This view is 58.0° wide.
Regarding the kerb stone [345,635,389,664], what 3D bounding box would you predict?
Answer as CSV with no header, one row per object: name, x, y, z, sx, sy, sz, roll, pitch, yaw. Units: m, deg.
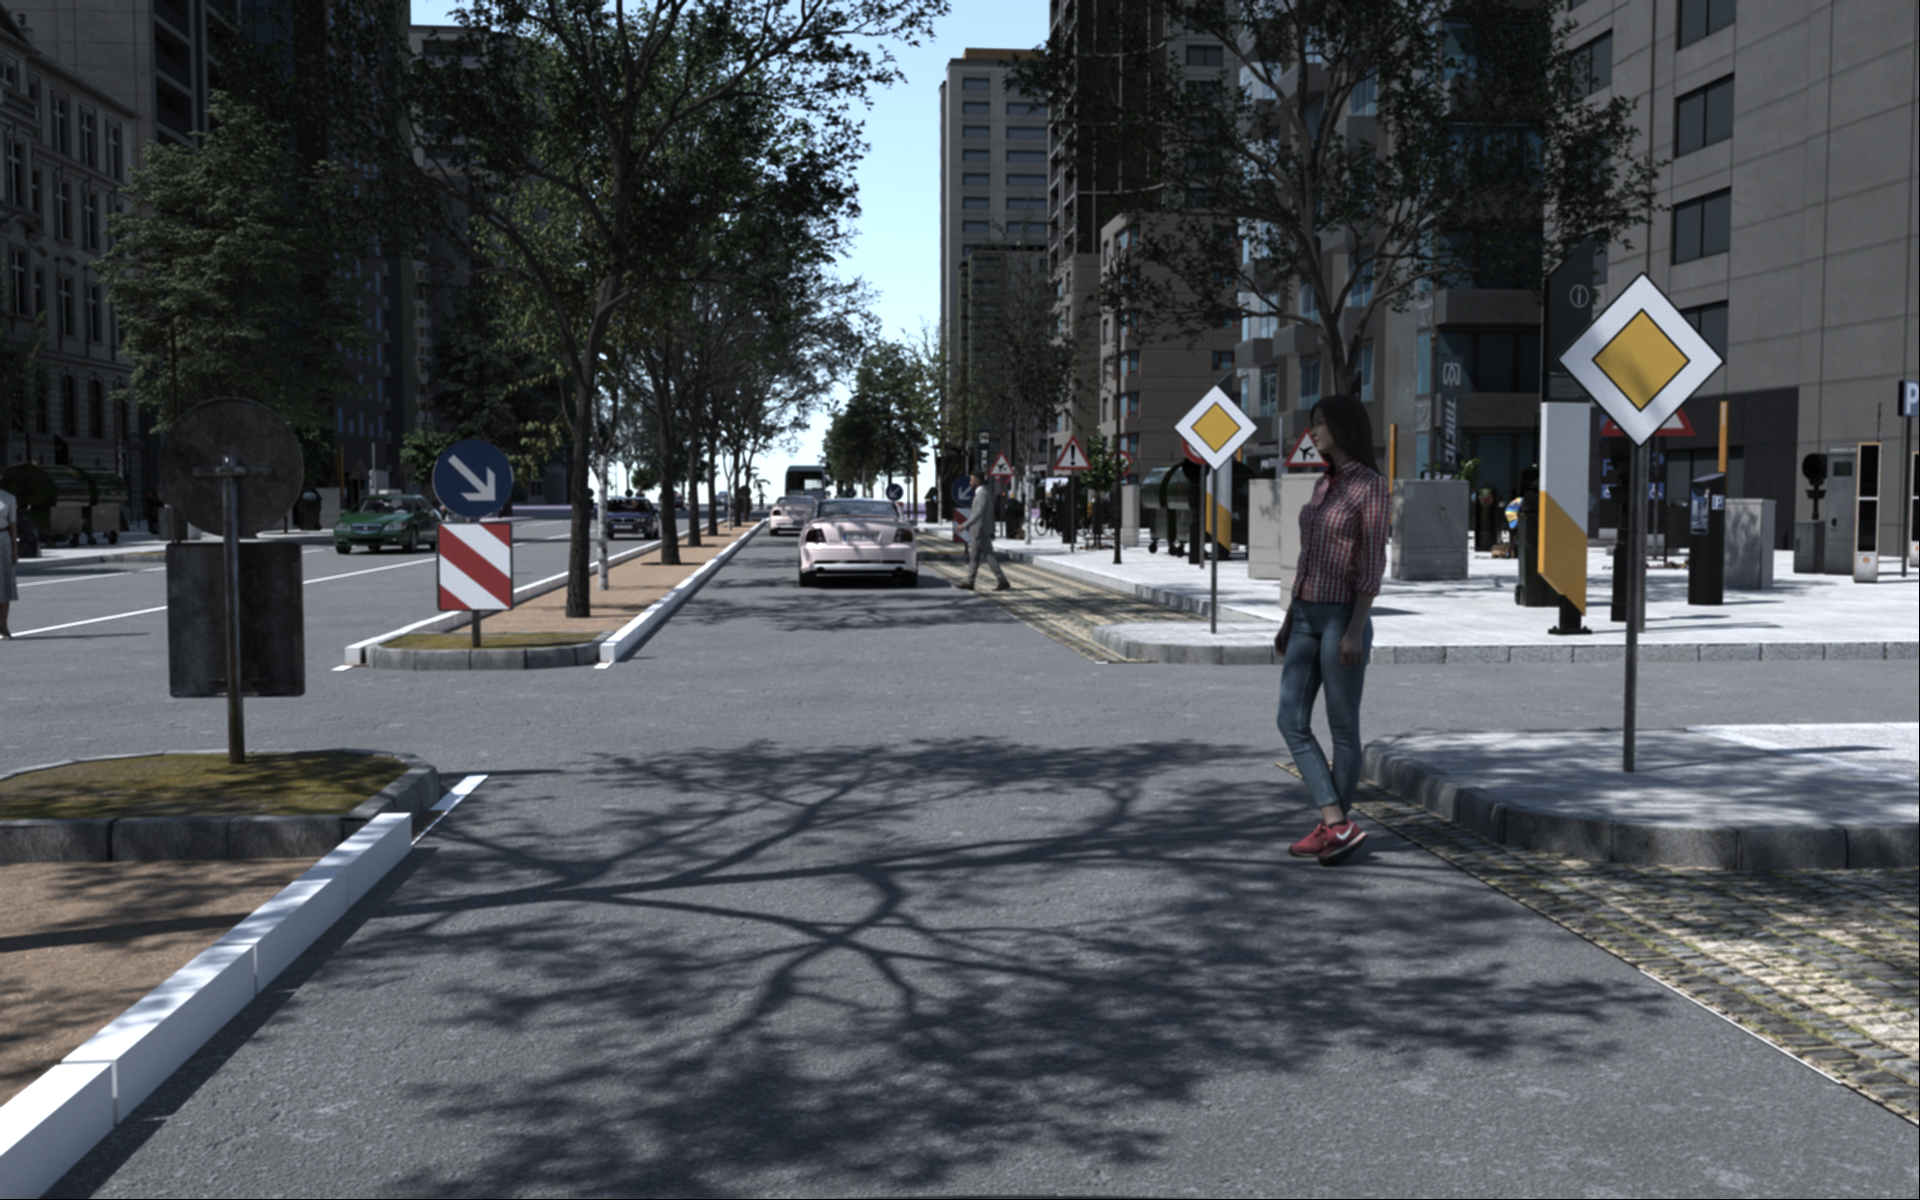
kerb stone,-5.127,0.441,14.980,0.120,0.150,1.000,0,4,-5

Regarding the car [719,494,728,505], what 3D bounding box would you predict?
car,-30.846,-13.331,227.560,1.945,1.707,3.694,0,4,-7

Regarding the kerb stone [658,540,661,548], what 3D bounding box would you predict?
kerb stone,-8.040,-1.430,45.622,0.120,0.150,1.000,0,4,-5

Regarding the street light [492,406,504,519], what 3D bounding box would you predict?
street light,-24.161,-7.217,90.791,0.468,5.910,1.993,0,4,-5

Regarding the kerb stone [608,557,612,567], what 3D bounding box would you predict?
kerb stone,-6.871,-0.684,33.382,0.120,0.150,1.000,0,4,-5

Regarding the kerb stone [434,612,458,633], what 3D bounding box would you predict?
kerb stone,-5.419,0.258,18.042,0.120,0.150,1.000,0,4,-5

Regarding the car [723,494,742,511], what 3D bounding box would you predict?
car,-19.566,-8.478,150.615,2.014,1.417,4.499,0,4,-6

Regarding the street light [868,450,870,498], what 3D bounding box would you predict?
street light,-7.225,-10.063,137.315,0.468,5.910,1.993,0,4,-5

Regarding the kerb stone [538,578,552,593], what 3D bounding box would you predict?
kerb stone,-6.105,-0.185,25.219,0.120,0.150,1.000,0,4,-5

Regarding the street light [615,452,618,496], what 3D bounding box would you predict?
street light,-29.731,-10.825,149.768,0.468,5.910,1.993,0,4,-5

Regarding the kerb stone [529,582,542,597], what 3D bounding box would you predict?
kerb stone,-6.007,-0.120,24.191,0.120,0.150,1.000,0,4,-5

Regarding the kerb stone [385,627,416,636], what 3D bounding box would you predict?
kerb stone,-5.221,0.384,16.002,0.120,0.150,1.000,0,4,-5

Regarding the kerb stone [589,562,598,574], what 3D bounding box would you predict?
kerb stone,-6.773,-0.622,32.363,0.120,0.150,1.000,0,4,-5

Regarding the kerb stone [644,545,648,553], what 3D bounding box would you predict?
kerb stone,-7.645,-1.178,41.533,0.120,0.150,1.000,0,4,-5

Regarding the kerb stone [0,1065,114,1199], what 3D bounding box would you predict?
kerb stone,-1.924,1.150,3.404,0.120,0.150,1.000,0,4,-5

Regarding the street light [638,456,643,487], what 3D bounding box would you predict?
street light,-31.870,-12.261,173.262,0.468,5.910,1.993,0,4,-5

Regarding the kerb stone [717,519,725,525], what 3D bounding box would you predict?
kerb stone,-11.793,-3.865,85.393,0.120,0.150,1.000,0,4,-5

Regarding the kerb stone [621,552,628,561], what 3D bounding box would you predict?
kerb stone,-7.158,-0.869,36.435,0.120,0.150,1.000,0,4,-5

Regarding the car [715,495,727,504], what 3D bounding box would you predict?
car,-29.796,-12.360,214.447,2.083,1.381,4.827,0,4,-6

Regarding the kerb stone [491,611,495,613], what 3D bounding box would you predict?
kerb stone,-5.712,0.066,21.123,0.120,0.150,1.000,0,4,-5

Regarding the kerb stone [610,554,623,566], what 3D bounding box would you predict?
kerb stone,-7.065,-0.809,35.417,0.120,0.150,1.000,0,4,-5

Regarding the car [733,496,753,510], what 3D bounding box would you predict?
car,-20.299,-9.271,161.803,2.015,1.641,3.980,0,4,-4

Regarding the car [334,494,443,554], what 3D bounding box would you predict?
car,-14.146,-1.914,43.085,2.131,1.459,4.920,0,4,-4

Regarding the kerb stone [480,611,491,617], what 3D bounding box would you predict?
kerb stone,-5.617,0.128,20.098,0.120,0.150,1.000,0,4,-5

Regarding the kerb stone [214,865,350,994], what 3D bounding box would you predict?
kerb stone,-2.119,1.024,5.449,0.120,0.150,1.000,0,4,-5

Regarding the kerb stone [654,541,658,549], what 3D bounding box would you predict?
kerb stone,-7.933,-1.368,44.605,0.120,0.150,1.000,0,4,-5

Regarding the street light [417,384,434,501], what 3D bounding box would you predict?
street light,-22.483,-6.129,72.992,0.468,5.910,1.993,0,4,-5

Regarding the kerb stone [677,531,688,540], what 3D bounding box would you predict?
kerb stone,-9.099,-2.120,56.855,0.120,0.150,1.000,0,4,-5

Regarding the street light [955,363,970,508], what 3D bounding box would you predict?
street light,0.130,-5.384,60.823,0.468,5.910,1.993,0,4,-5

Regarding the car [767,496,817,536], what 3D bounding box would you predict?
car,-5.679,-2.925,60.188,2.083,1.381,4.827,0,4,-6

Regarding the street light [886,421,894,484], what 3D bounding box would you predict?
street light,-4.354,-8.270,107.997,0.468,5.910,1.993,0,4,-5

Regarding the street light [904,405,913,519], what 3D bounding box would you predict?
street light,-2.691,-7.200,90.501,0.468,5.910,1.993,0,4,-5

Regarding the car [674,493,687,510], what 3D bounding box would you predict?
car,-25.125,-8.778,152.563,2.155,1.783,4.494,0,4,-4

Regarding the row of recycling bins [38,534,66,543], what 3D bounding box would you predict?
row of recycling bins,-24.718,-2.324,45.107,1.069,1.692,3.534,1,4,14

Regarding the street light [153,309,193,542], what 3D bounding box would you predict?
street light,-19.664,-4.320,43.414,0.468,5.910,1.993,0,4,-5

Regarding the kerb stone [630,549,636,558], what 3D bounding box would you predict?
kerb stone,-7.352,-0.996,38.478,0.120,0.150,1.000,0,4,-5

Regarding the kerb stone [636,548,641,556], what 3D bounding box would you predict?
kerb stone,-7.450,-1.058,39.495,0.120,0.150,1.000,0,4,-5

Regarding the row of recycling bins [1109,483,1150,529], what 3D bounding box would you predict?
row of recycling bins,7.077,-3.562,65.346,3.534,1.692,1.069,-2,4,-34

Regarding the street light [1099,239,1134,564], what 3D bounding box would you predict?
street light,2.896,-3.601,31.670,0.468,5.910,1.993,0,4,-5

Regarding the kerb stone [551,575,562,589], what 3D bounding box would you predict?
kerb stone,-6.195,-0.247,26.237,0.120,0.150,1.000,0,4,-5

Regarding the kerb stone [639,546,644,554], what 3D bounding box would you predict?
kerb stone,-7.547,-1.120,40.515,0.120,0.150,1.000,0,4,-5

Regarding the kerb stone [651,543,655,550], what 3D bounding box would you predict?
kerb stone,-7.831,-1.306,43.581,0.120,0.150,1.000,0,4,-5

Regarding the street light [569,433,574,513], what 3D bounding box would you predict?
street light,-26.948,-9.025,120.346,0.468,5.910,1.993,0,4,-5

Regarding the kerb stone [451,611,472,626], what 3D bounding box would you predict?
kerb stone,-5.515,0.191,19.073,0.120,0.150,1.000,0,4,-5

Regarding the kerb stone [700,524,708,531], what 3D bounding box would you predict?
kerb stone,-10.345,-2.930,70.104,0.120,0.150,1.000,0,4,-5

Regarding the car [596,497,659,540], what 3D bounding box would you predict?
car,-10.559,-2.605,55.167,1.945,1.354,3.894,0,4,-6

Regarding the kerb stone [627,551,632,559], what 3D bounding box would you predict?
kerb stone,-7.259,-0.933,37.452,0.120,0.150,1.000,0,4,-5

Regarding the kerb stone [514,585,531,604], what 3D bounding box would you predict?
kerb stone,-5.913,-0.059,23.164,0.120,0.150,1.000,0,4,-5

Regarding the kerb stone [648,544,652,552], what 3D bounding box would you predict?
kerb stone,-7.732,-1.242,42.564,0.120,0.150,1.000,0,4,-5

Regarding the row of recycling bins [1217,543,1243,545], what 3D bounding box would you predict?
row of recycling bins,8.092,-2.226,43.505,3.534,1.692,1.069,1,4,13

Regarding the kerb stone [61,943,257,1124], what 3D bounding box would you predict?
kerb stone,-2.021,1.087,4.426,0.120,0.150,1.000,0,4,-5

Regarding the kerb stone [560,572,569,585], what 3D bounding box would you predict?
kerb stone,-6.294,-0.308,27.254,0.120,0.150,1.000,0,4,-5

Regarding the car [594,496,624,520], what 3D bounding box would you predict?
car,-19.166,-5.080,95.636,1.945,1.354,3.894,0,4,-6

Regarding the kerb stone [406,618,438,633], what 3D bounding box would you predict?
kerb stone,-5.325,0.316,17.024,0.120,0.150,1.000,0,4,-5

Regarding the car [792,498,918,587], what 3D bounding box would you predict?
car,-1.695,-0.970,28.228,2.083,1.381,4.827,0,4,-5
